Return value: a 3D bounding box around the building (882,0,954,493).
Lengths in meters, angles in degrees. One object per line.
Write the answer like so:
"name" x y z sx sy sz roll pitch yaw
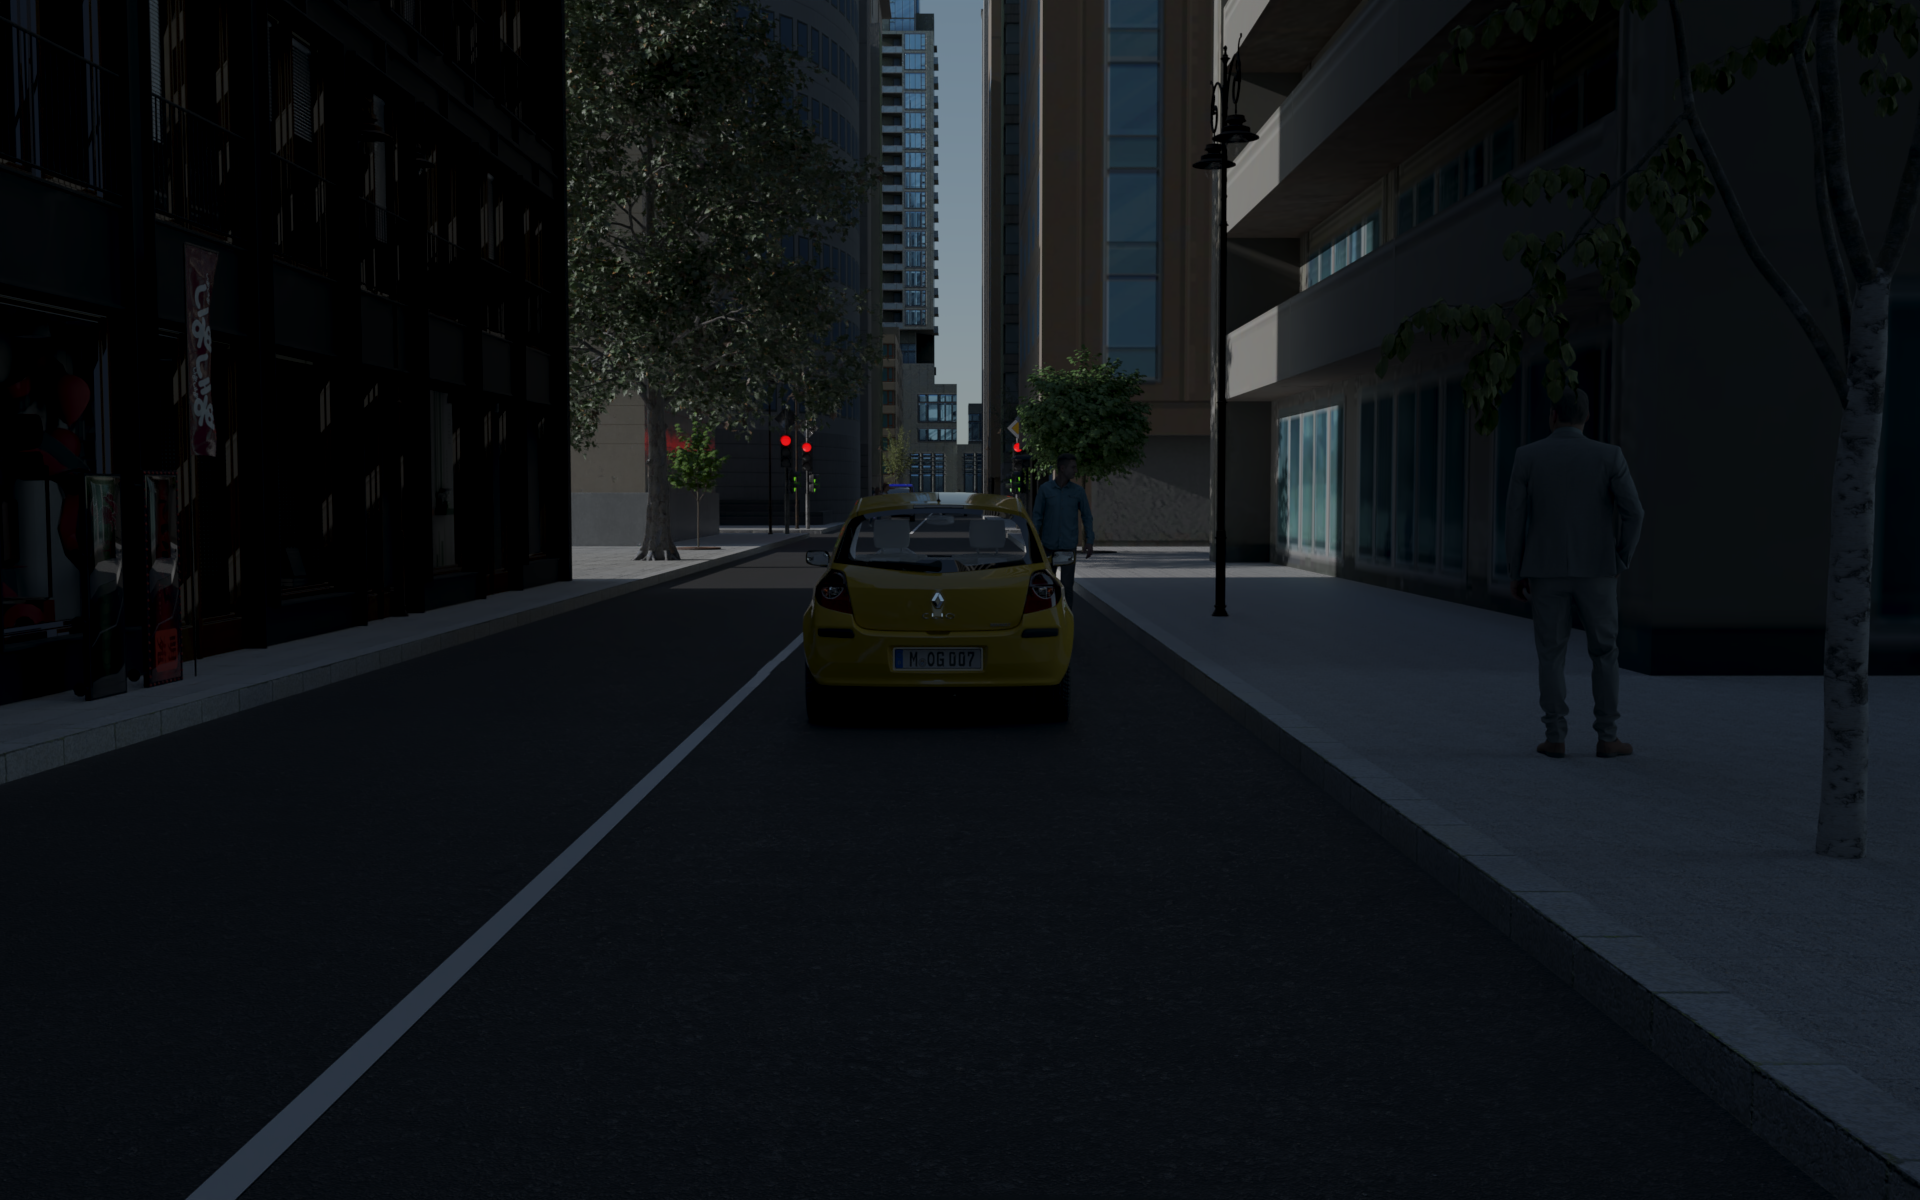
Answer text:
"building" -15.933 -56.179 231.193 31.000 86.520 22.319 0 4 0

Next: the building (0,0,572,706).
"building" -11.849 -11.457 17.002 12.332 23.373 15.834 0 4 0

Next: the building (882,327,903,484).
"building" -21.500 -21.791 201.320 28.899 21.520 27.650 0 4 0

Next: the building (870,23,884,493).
"building" -13.808 -28.278 145.941 14.154 41.232 14.086 0 4 0

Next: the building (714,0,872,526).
"building" -15.343 -32.955 80.810 21.231 58.520 28.212 0 4 0

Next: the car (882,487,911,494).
"car" -3.382 -5.083 91.781 2.281 1.827 5.304 0 4 -2

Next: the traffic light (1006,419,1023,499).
"traffic light" 2.098 -4.561 63.490 0.839 4.253 0.868 0 4 0

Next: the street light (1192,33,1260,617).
"street light" 2.734 -2.767 18.022 0.468 5.910 1.993 0 4 0

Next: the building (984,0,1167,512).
"building" 9.430 -30.597 150.380 14.600 45.320 14.200 0 4 0

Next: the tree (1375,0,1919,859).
"tree" 3.159 -3.411 6.140 4.737 8.622 4.395 0 3 0

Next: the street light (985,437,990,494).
"street light" 2.206 -10.079 137.577 0.468 5.910 1.993 0 4 0

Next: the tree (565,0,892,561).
"tree" -5.904 -7.125 33.501 9.611 12.733 9.660 0 3 0

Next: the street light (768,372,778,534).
"street light" -6.041 -5.029 55.013 0.468 5.910 1.993 0 4 0

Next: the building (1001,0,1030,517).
"building" 9.231 -25.165 95.049 14.154 41.232 14.086 0 4 0

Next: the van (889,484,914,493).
"van" -3.612 -6.010 102.654 2.240 2.365 5.245 0 4 -1

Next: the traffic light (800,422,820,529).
"traffic light" -5.563 -4.558 63.441 0.839 4.253 0.868 0 4 0

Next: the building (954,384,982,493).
"building" 15.065 -56.217 231.813 31.000 86.520 22.319 0 4 0

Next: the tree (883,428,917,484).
"tree" -6.693 -14.311 184.344 4.737 8.622 4.395 0 3 0

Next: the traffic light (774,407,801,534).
"traffic light" -5.527 -4.069 55.456 0.839 4.253 0.868 0 4 0

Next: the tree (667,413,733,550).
"tree" -6.078 -2.786 40.145 1.663 3.219 1.824 0 3 0

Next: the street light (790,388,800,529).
"street light" -6.005 -5.559 63.682 0.468 5.910 1.993 0 4 0

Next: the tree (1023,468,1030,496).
"tree" 3.474 -5.704 87.860 1.663 3.219 1.824 0 3 0

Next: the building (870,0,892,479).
"building" -21.267 -35.310 166.554 28.713 52.752 27.495 0 4 0

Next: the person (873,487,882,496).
"person" -3.672 -4.063 75.523 0.593 1.750 0.643 -3 5 -40

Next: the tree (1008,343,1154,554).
"tree" 2.753 -3.312 37.871 4.285 4.588 4.351 0 3 0

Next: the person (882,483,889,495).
"person" -2.098 -2.574 51.147 0.524 1.755 0.480 1 4 10

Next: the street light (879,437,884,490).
"street light" -6.295 -10.092 137.784 0.468 5.910 1.993 0 4 0

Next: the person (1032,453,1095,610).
"person" 1.060 -0.561 17.533 0.638 1.841 0.748 1 4 18

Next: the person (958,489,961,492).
"person" -0.038 -7.597 132.588 0.514 1.842 0.818 1 4 16

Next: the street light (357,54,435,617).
"street light" -5.867 -2.763 17.962 0.468 5.910 1.993 0 4 0

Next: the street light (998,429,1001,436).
"street light" 2.407 -7.791 100.175 0.468 5.910 1.993 0 4 0

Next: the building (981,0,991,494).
"building" 12.989 -40.233 199.803 21.231 58.520 28.212 0 4 0

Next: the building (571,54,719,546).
"building" -18.754 -15.940 48.009 23.554 28.519 14.401 0 4 0

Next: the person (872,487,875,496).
"person" -6.519 -7.505 128.731 0.794 1.824 0.713 -1 4 -12

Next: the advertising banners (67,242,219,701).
"advertising banners" -5.380 -0.941 11.575 0.090 3.025 2.074 0 4 1

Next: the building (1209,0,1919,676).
"building" 15.474 -24.315 21.261 21.300 48.544 21.600 0 4 0

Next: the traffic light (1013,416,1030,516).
"traffic light" 2.134 -4.072 55.505 0.839 4.253 0.868 0 4 0

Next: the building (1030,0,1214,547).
"building" 8.821 -24.304 47.477 14.600 45.320 14.200 0 4 0

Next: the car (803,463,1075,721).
"car" -0.143 -0.132 12.385 2.015 1.641 3.980 0 4 0

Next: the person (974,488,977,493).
"person" 1.666 -9.941 168.454 0.599 1.838 0.709 0 4 -3

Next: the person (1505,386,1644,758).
"person" 2.997 -0.142 8.472 0.635 1.810 0.391 1 4 13

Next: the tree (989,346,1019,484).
"tree" 3.499 -8.029 81.629 4.360 8.622 3.978 0 3 0
